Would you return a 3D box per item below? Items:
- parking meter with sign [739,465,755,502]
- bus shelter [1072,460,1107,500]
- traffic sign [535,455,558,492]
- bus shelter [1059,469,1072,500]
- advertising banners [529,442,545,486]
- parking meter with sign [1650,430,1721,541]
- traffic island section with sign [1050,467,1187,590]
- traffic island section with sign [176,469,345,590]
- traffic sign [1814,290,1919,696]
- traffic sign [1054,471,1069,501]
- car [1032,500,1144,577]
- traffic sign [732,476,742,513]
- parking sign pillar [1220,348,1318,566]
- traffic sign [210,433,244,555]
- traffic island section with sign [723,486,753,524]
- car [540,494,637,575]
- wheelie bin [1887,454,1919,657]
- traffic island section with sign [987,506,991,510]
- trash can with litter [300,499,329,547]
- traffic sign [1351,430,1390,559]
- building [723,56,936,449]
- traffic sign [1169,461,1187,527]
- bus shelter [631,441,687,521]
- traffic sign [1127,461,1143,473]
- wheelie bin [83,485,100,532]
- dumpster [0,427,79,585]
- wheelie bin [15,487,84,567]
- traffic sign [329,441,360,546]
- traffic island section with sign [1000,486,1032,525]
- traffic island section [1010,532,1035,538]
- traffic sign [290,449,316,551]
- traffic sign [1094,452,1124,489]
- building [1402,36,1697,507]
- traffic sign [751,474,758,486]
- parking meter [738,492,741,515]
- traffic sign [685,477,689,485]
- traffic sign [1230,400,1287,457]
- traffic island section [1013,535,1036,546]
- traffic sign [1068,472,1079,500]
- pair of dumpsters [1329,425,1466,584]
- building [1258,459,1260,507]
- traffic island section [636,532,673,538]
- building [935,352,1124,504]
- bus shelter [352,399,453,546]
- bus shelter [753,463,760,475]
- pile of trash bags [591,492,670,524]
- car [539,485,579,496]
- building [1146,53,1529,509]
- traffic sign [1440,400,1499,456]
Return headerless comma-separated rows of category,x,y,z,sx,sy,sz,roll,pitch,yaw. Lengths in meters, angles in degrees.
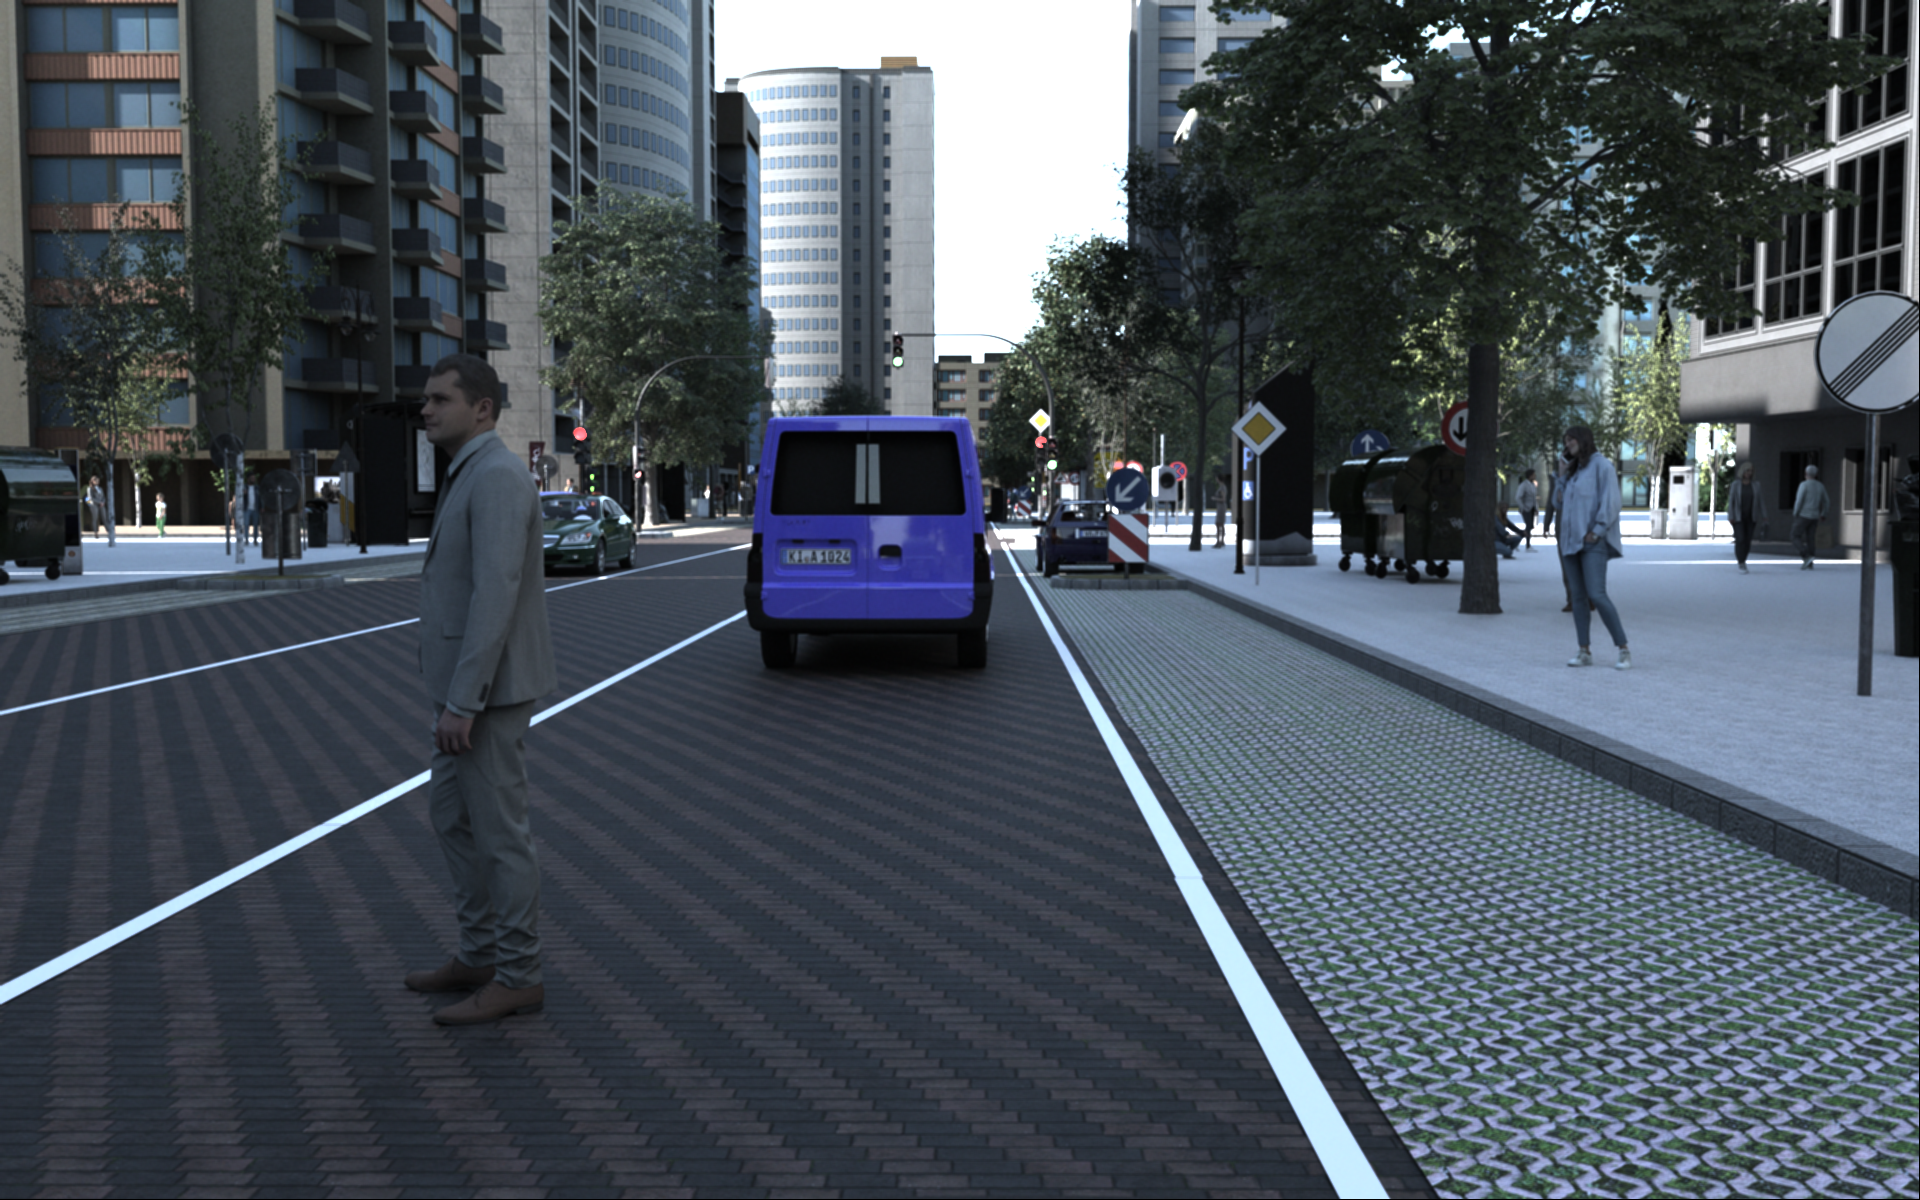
parking meter with sign,-12.989,-6.671,105.329,0.543,3.016,1.738,-2,4,-26
bus shelter,7.314,-6.053,92.890,2.014,3.302,5.546,0,4,0
traffic sign,-13.572,-3.473,56.896,0.768,2.556,0.104,0,4,3
bus shelter,6.910,-6.799,105.081,2.014,3.302,5.546,0,4,1
advertising banners,-14.794,-3.749,57.478,2.074,3.025,0.090,-1,4,-22
parking meter with sign,20.067,-3.164,47.989,0.543,3.016,1.738,-3,5,-45
traffic island section with sign,2.404,-1.102,26.651,1.989,1.847,2.006,0,4,1
traffic island section with sign,-10.608,-1.096,26.549,1.989,1.847,2.006,0,4,1
traffic sign,5.761,-0.664,10.956,0.768,2.556,0.104,0,4,6
traffic sign,5.126,-5.398,88.263,0.884,2.594,0.081,0,4,4
car,2.274,-1.122,30.920,1.945,1.354,3.894,0,4,0
traffic sign,-14.726,-7.049,115.259,0.884,2.594,0.081,0,4,6
parking sign pillar,5.756,-2.622,31.341,1.447,3.967,1.447,-2,4,-26
traffic sign,-15.365,-2.214,36.301,0.768,2.556,0.104,0,4,8
traffic island section with sign,-10.102,-4.484,81.944,1.989,1.847,2.006,0,4,1
car,-7.232,-1.243,32.118,2.131,1.459,4.920,0,4,1
wheelie bin,7.747,-0.346,13.559,0.693,1.594,0.980,-2,4,-33
traffic island section with sign,3.625,-9.220,159.379,1.989,1.847,2.006,0,4,1
trash can with litter,-15.529,-1.855,41.709,0.624,1.170,1.055,-1,4,-18
traffic sign,8.112,-2.092,34.308,0.768,2.556,0.104,0,4,5
building,-17.437,-42.482,236.577,28.212,58.520,21.231,0,4,1
traffic sign,8.439,-4.111,67.314,0.768,2.556,0.104,0,4,7
bus shelter,-13.806,-5.443,80.281,1.731,3.624,6.357,0,4,0
traffic sign,6.634,-4.055,66.406,0.768,2.556,0.104,1,4,10
wheelie bin,-29.520,-3.103,58.648,0.980,1.594,0.693,3,5,43
dumpster,-13.956,-1.377,25.015,1.502,2.255,1.985,0,4,0
wheelie bin,-16.184,-1.384,30.544,0.693,1.594,0.980,2,4,23
traffic sign,-15.014,-2.593,42.400,0.884,2.594,0.081,0,4,4
traffic island section with sign,2.913,-4.476,81.815,1.989,1.847,2.006,0,4,1
traffic island section,2.682,-2.137,57.218,2.009,0.180,2.903,0,4,1
traffic sign,-14.855,-2.267,39.195,0.606,2.300,0.079,0,4,5
traffic sign,7.320,-5.364,81.573,2.265,3.308,0.079,1,4,8
building,61.963,-34.537,184.286,30.456,49.044,23.786,0,4,1
traffic sign,-12.656,-6.605,108.105,0.768,2.556,0.104,0,4,6
parking meter,-13.609,-6.082,107.852,0.372,1.533,0.369,0,3,0
traffic sign,-15.672,-5.965,97.530,0.884,2.594,0.081,1,4,9
traffic sign,4.211,-1.506,24.354,0.795,2.593,0.064,0,4,7
traffic island section,2.609,-1.648,49.233,2.009,0.180,2.903,0,4,1
traffic sign,6.492,-5.979,97.864,0.768,2.556,0.104,0,4,6
pair of dumpsters,6.901,-1.480,26.687,1.574,2.255,4.437,0,4,1
building,36.571,-37.448,235.973,21.600,48.544,21.300,0,4,1
traffic island section,-10.658,-2.145,57.344,2.009,0.180,2.903,0,4,1
building,11.359,-24.214,240.930,28.899,21.520,27.650,0,4,1
bus shelter,-14.144,-3.338,45.854,1.731,3.624,6.357,0,4,1
bus shelter,-12.683,-7.404,114.974,2.014,3.302,5.546,0,4,0
pile of trash bags,-14.234,-3.924,73.911,3.447,1.369,1.912,-3,5,-40
car,-10.681,-2.192,45.432,1.945,1.707,3.694,0,3,0
building,32.925,-28.410,156.382,32.217,40.220,23.993,0,4,1
traffic sign,6.887,-1.429,23.475,0.768,2.556,0.104,1,4,9
